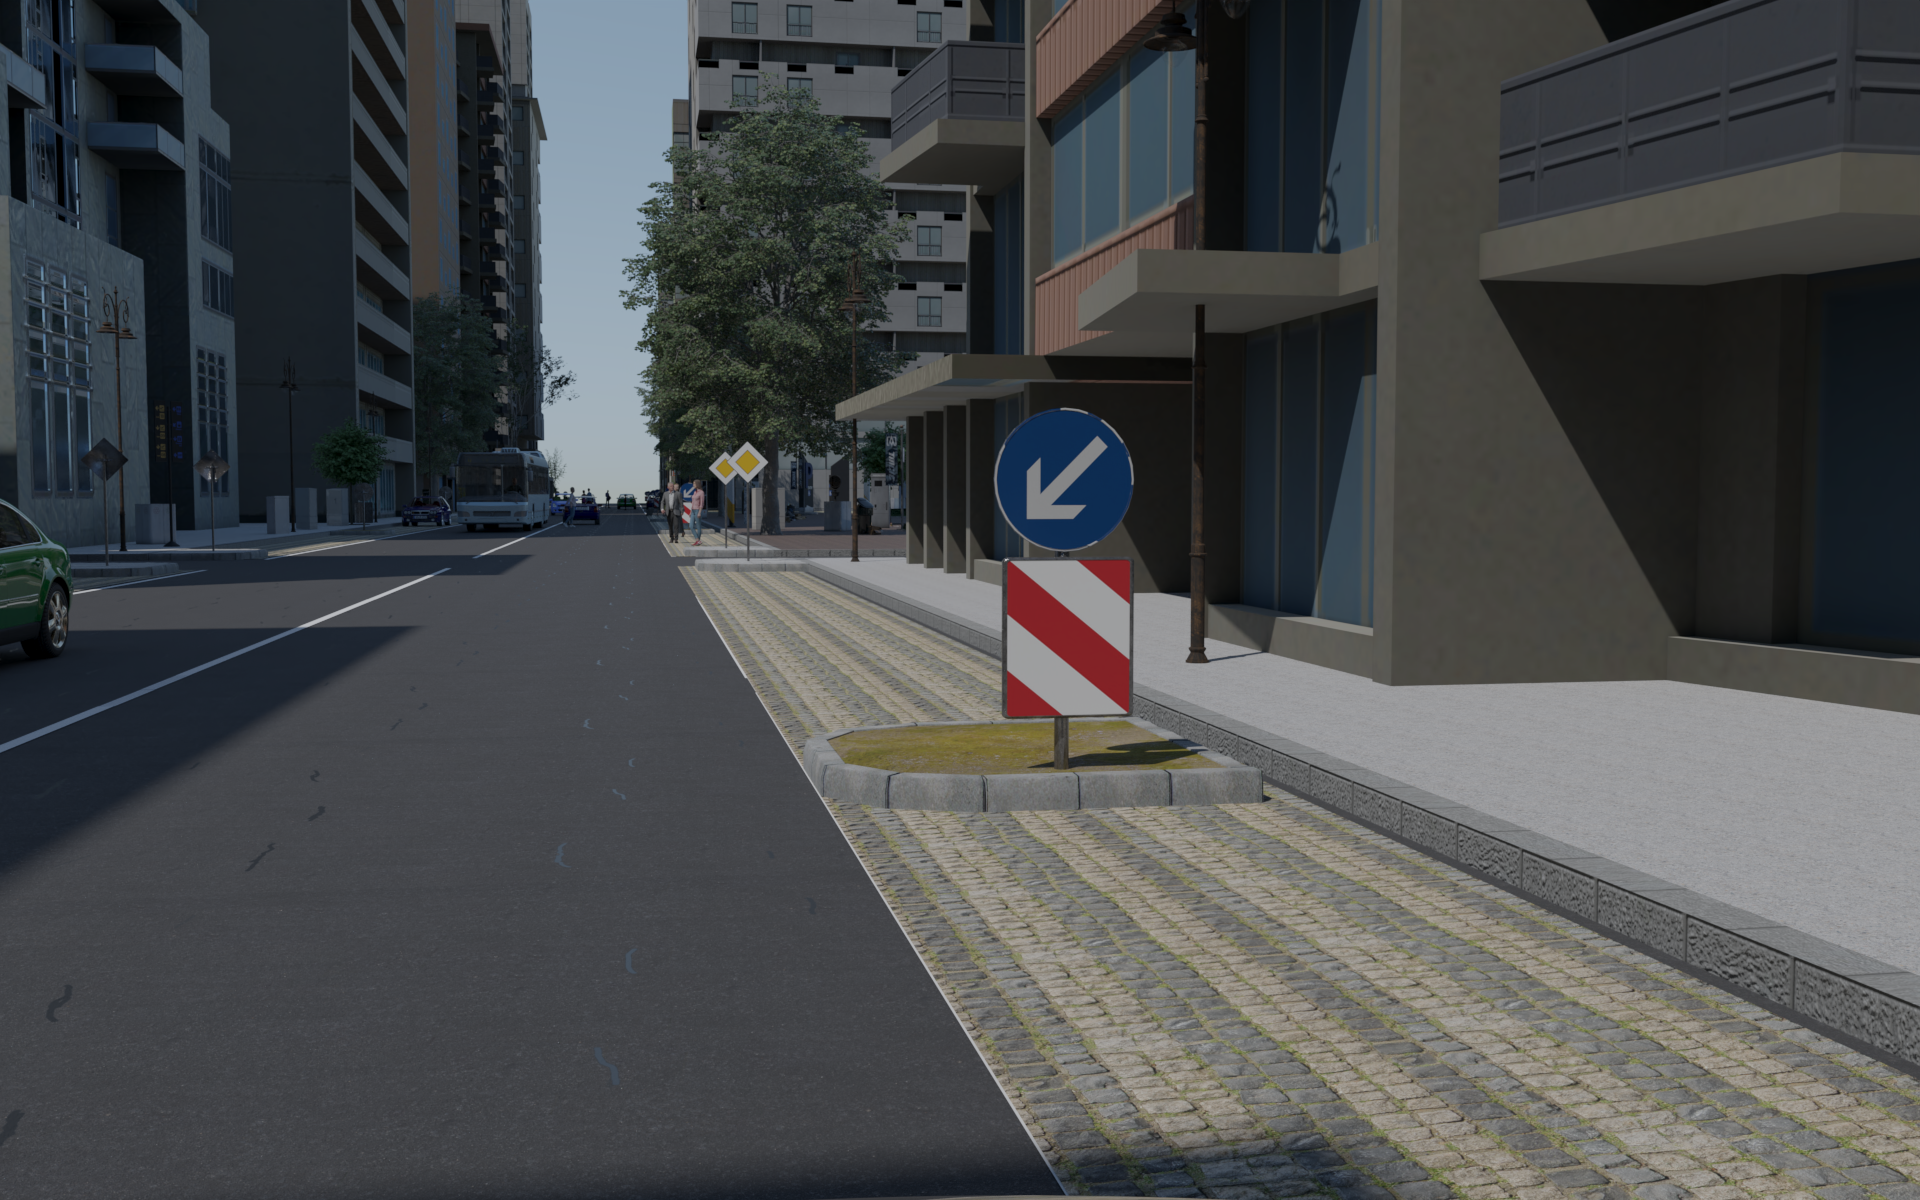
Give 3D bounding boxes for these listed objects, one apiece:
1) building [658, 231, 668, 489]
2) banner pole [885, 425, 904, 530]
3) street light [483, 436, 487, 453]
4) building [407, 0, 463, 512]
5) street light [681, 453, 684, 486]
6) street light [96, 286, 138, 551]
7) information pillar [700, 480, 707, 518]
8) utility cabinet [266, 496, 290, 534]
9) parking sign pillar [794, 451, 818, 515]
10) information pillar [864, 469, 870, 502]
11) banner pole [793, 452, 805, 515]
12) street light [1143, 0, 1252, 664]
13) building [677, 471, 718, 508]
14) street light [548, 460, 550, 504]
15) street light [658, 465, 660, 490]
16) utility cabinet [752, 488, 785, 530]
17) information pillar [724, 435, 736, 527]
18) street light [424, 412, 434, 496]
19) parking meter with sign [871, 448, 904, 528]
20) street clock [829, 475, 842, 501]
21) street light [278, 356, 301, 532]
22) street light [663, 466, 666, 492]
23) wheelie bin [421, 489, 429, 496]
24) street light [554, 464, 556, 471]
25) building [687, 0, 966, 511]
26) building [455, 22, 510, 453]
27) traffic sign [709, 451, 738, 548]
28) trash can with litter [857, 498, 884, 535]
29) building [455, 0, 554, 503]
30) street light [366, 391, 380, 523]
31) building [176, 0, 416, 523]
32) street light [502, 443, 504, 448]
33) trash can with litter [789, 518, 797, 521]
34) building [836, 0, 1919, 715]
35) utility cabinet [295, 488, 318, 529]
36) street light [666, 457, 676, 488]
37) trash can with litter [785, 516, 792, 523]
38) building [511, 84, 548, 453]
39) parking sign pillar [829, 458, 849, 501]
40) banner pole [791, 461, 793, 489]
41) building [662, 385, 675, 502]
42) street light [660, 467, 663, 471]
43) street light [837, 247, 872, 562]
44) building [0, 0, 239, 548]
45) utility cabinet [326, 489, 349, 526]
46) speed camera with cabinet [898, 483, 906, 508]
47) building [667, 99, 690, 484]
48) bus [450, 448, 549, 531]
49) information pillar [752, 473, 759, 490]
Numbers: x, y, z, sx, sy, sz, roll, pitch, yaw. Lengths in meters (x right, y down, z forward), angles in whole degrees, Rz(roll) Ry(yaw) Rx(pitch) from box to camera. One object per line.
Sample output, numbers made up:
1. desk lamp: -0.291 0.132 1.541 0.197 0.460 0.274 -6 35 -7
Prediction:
1. building: -39.179 -35.613 265.870 14.154 41.232 14.086 -1 4 -11
2. banner pole: -2.316 -4.437 62.568 0.863 3.779 0.401 -1 4 -22
3. street light: -36.878 -9.884 134.383 0.468 5.910 1.993 -1 4 -11
4. building: -41.763 -28.563 117.108 14.600 45.320 14.200 -1 4 -11
5. street light: -24.174 -10.866 150.443 0.468 5.910 1.993 -1 4 -11
6. street light: -18.749 -4.027 38.634 0.468 5.910 1.993 -1 4 -11
7. information pillar: -13.491 -5.299 91.124 0.304 2.012 0.304 -2 4 -24
8. utility cabinet: -21.969 -2.729 55.777 0.306 1.237 1.020 0 4 4
9. parking sign pillar: -9.474 -7.226 106.615 1.447 3.967 1.447 1 4 18
10. information pillar: -4.994 -6.215 92.965 0.183 3.616 0.504 -3 4 -39
11. banner pole: -9.489 -6.970 103.975 0.401 3.779 0.863 -3 4 -38
12. street light: 1.806 -2.460 13.006 0.468 5.910 1.993 -1 4 -11
13. building: -16.773 -44.500 165.835 20.563 71.187 20.611 -1 4 -11
14. street light: -55.823 -16.048 235.169 0.468 5.910 1.993 -1 4 -11
15. street light: -43.264 -17.040 251.393 0.468 5.910 1.993 -1 4 -11
16. utility cabinet: -6.833 -3.246 61.759 1.173 1.500 0.318 -2 4 -34
17. information pillar: -8.894 -4.619 66.874 0.504 3.616 0.183 3 5 43
18. street light: -29.989 -7.655 97.953 0.468 5.910 1.993 -1 4 -11
19. parking meter with sign: -2.975 -4.198 64.897 1.738 3.016 0.543 0 4 3
20. street clock: -4.783 -3.784 66.443 0.471 2.002 0.358 0 4 3
21. street light: -22.499 -5.228 58.270 0.468 5.910 1.993 -1 4 -11
22. street light: -35.672 -14.587 211.287 0.468 5.910 1.993 -1 4 -11
23. wheelie bin: -33.906 -6.271 110.431 0.980 1.594 0.693 -1 4 -14
24. street light: -59.784 -17.301 255.651 0.468 5.910 1.993 -1 4 -11
25. building: -8.399 -33.876 143.103 28.713 52.752 27.495 -1 4 -11
26. building: -53.199 -30.780 157.882 22.147 44.769 28.867 -1 4 -11
27. traffic sign: -5.523 -2.274 40.829 0.795 2.450 0.064 -1 4 -11
28. trash can with litter: -2.842 -2.658 54.845 1.055 1.170 0.624 3 5 44
29. building: -69.526 -49.583 248.936 20.563 71.187 20.611 -1 4 -11
30. street light: -26.329 -6.428 77.891 0.468 5.910 1.993 -1 4 -11
31. building: -39.112 -28.137 83.745 21.300 48.544 21.600 -1 4 -11
32. street light: -40.582 -11.085 154.028 0.468 5.910 1.993 -1 4 -11
33. trash can with litter: -8.735 -4.481 84.318 1.678 1.210 2.233 -2 4 -35
34. building: 10.785 -22.355 20.126 22.147 44.769 28.867 -1 4 -11
35. utility cabinet: -23.638 -3.302 62.660 0.318 1.500 1.173 -3 5 -44
36. street light: -31.621 -13.279 189.901 0.468 5.910 1.993 -1 4 -11
37. trash can with litter: -8.109 -4.068 77.893 1.055 1.170 0.624 -3 5 -41
38. building: -68.524 -38.879 224.914 28.713 52.752 27.495 -1 4 -11
39. parking sign pillar: -7.927 -7.656 113.649 1.447 3.967 1.447 -2 4 -29
40. banner pole: -10.944 -7.683 115.638 0.863 3.779 0.401 -2 4 -31
41. building: -28.055 -24.516 245.873 27.650 21.520 28.899 -1 4 -11
42. street light: -39.542 -15.824 231.511 0.468 5.910 1.993 -1 4 -11
43. street light: -1.986 -3.660 32.634 0.468 5.910 1.993 -1 4 -11
44. building: -34.343 -44.991 48.279 22.319 86.520 31.000 -1 4 -11
45. utility cabinet: -24.985 -3.718 69.473 1.173 1.500 0.318 3 5 41
46. speed camera with cabinet: -3.477 -6.844 106.236 0.660 3.252 2.038 0 4 -1
47. building: -23.309 -30.590 183.748 14.154 41.232 14.086 -1 4 -11
48. bus: -18.250 -4.569 69.562 2.948 3.499 13.247 -1 4 -10
49. information pillar: -13.505 -7.524 114.365 0.504 3.616 0.183 0 4 0
